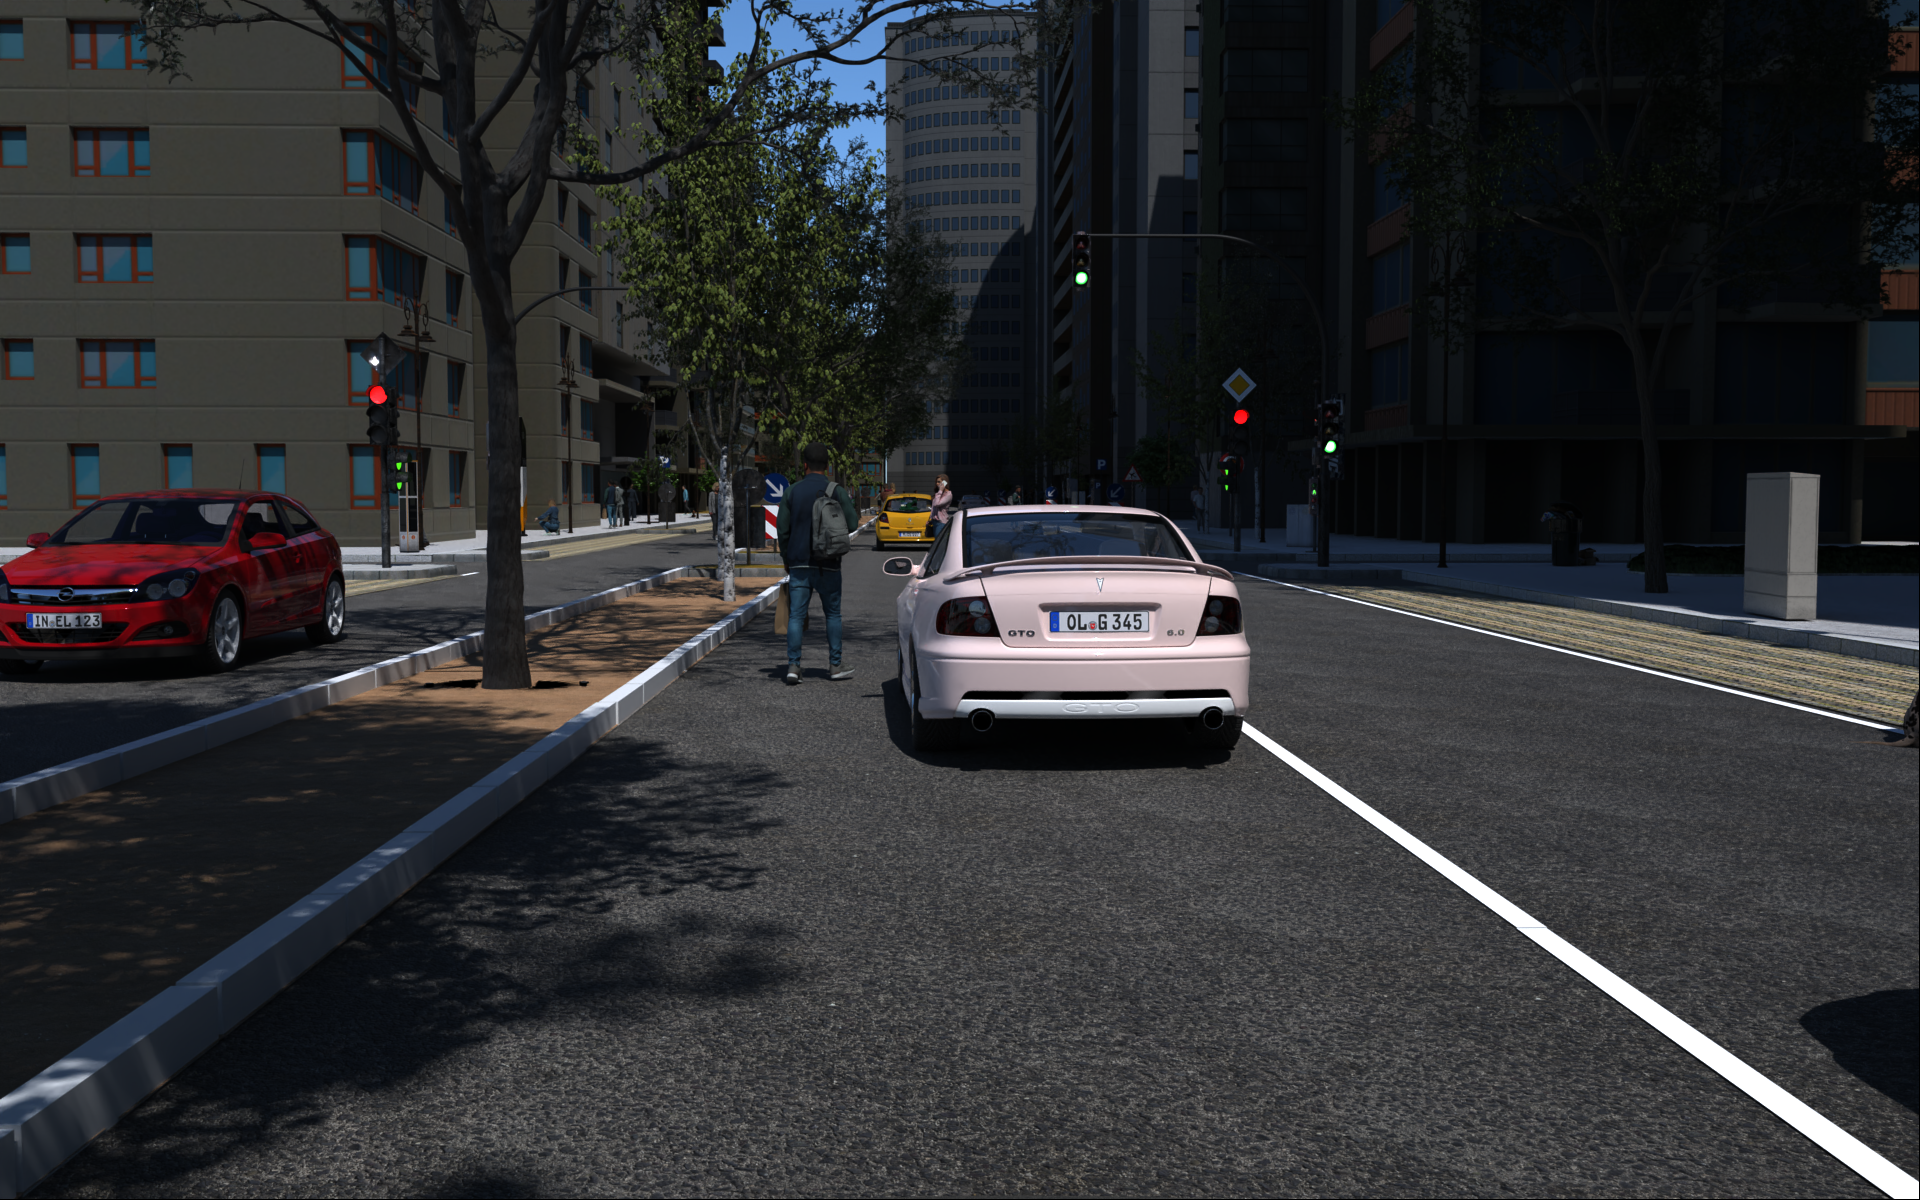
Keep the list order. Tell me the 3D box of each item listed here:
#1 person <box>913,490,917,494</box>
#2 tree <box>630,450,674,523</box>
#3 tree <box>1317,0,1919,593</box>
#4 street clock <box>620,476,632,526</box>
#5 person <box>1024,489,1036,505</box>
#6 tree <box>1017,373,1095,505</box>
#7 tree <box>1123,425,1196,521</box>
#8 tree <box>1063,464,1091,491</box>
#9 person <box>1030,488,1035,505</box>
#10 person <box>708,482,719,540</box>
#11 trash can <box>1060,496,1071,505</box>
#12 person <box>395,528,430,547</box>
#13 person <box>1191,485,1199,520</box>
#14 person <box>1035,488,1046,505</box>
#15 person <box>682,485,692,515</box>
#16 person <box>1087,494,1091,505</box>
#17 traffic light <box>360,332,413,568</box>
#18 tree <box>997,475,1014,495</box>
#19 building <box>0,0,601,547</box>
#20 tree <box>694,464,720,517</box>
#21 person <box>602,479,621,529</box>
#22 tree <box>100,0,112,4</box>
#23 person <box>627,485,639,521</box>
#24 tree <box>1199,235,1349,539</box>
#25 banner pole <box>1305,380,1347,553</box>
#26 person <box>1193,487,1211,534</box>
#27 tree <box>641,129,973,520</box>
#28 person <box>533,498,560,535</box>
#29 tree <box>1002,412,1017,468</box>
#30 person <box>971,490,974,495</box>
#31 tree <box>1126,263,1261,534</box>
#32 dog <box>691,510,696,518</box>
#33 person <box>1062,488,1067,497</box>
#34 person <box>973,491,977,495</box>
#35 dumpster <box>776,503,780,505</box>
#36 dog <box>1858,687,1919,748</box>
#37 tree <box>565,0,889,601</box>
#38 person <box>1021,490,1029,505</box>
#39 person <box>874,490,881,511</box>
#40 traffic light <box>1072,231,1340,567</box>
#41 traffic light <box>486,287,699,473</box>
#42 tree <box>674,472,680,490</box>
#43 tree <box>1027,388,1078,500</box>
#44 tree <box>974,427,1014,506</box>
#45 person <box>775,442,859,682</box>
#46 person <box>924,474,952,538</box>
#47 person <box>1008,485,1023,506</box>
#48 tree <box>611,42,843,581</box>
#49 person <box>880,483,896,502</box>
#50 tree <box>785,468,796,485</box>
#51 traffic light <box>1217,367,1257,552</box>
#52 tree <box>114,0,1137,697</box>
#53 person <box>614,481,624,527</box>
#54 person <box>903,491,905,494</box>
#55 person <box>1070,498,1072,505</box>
[{"bbox_3d":[-3.341,-7.666,134.664,0.721,1.723,1.217,-1,4,-13],"label":"person"},{"bbox_3d":[-13.957,-5.042,77.038,1.663,3.219,1.824,0,3,0],"label":"tree"},{"bbox_3d":[9.110,-5.391,22.551,8.767,10.594,7.601,0,4,5],"label":"tree"},{"bbox_3d":[-13.543,-4.021,70.319,0.471,2.002,0.358,0,4,-2],"label":"street clock"},{"bbox_3d":[6.147,-8.844,151.364,1.217,1.735,0.721,2,4,30],"label":"person"},{"bbox_3d":[6.279,-9.439,104.695,4.737,8.622,4.395,0,3,0],"label":"tree"},{"bbox_3d":[9.416,-6.027,82.253,4.285,4.588,4.351,0,3,0],"label":"tree"},{"bbox_3d":[7.316,-7.047,109.821,1.663,3.219,1.824,0,3,0],"label":"tree"},{"bbox_3d":[5.757,-8.140,139.649,0.721,1.766,1.217,0,4,0],"label":"person"},{"bbox_3d":[-7.482,-2.750,53.644,0.709,1.800,0.728,-2,4,-30],"label":"person"},{"bbox_3d":[6.538,-5.810,106.652,0.748,1.137,0.748,0,3,0],"label":"trash can"},{"bbox_3d":[-13.110,-2.150,41.476,0.678,1.792,0.850,3,4,38],"label":"person"},{"bbox_3d":[11.596,-4.800,85.191,0.731,1.740,0.598,2,4,34],"label":"person"},{"bbox_3d":[7.458,-9.288,157.894,1.348,1.826,0.705,-2,4,-24],"label":"person"},{"bbox_3d":[-16.543,-6.043,104.862,0.620,1.820,0.660,-1,4,-21],"label":"person"},{"bbox_3d":[8.930,-6.624,117.527,0.628,1.438,0.799,1,4,11],"label":"person"},{"bbox_3d":[-9.963,-2.514,30.018,0.839,4.253,0.868,0,4,-2],"label":"traffic light"},{"bbox_3d":[4.486,-10.956,173.739,1.663,3.219,1.824,0,3,0],"label":"tree"},{"bbox_3d":[-28.069,-12.855,55.222,27.650,21.520,28.899,0,4,-2],"label":"building"},{"bbox_3d":[-14.293,-6.384,98.985,1.663,3.219,1.824,0,3,0],"label":"tree"},{"bbox_3d":[-12.948,-3.554,64.129,0.794,1.824,0.713,-1,4,-17],"label":"person"},{"bbox_3d":[-3.153,-5.006,2.425,7.486,12.596,7.792,0,3,0],"label":"tree"},{"bbox_3d":[-15.596,-4.642,82.364,0.576,1.772,0.534,-1,4,-23],"label":"person"},{"bbox_3d":[8.581,-6.042,49.153,4.360,8.622,3.978,0,3,0],"label":"tree"},{"bbox_3d":[8.023,-2.931,37.938,0.863,3.779,0.401,1,4,19],"label":"banner pole"},{"bbox_3d":[7.858,-2.920,56.373,0.523,1.515,0.503,3,4,38],"label":"person"},{"bbox_3d":[-3.868,-6.472,42.695,8.767,10.594,7.601,0,4,-2],"label":"tree"},{"bbox_3d":[-12.809,-2.579,53.706,0.738,1.151,1.012,2,4,23],"label":"person"},{"bbox_3d":[5.651,-12.461,154.104,4.737,8.622,4.395,0,3,0],"label":"tree"},{"bbox_3d":[1.260,-10.011,172.191,1.348,1.823,0.705,3,4,39],"label":"person"},{"bbox_3d":[7.724,-6.418,55.292,4.737,8.622,4.395,0,3,0],"label":"tree"},{"bbox_3d":[-14.694,-4.731,95.086,0.550,0.427,0.748,2,4,32],"label":"dog"},{"bbox_3d":[7.467,-7.017,121.479,0.721,1.736,1.217,2,4,34],"label":"person"},{"bbox_3d":[1.443,-9.445,163.444,1.217,1.766,0.721,1,4,18],"label":"person"},{"bbox_3d":[-12.745,-7.290,127.404,1.865,1.857,1.264,0,4,-2],"label":"dumpster"},{"bbox_3d":[5.510,0.425,9.882,0.800,0.831,0.513,1,4,19],"label":"dog"},{"bbox_3d":[-3.015,-4.264,22.529,4.737,8.622,4.395,0,3,0],"label":"tree"},{"bbox_3d":[6.517,-10.055,171.260,1.217,1.723,0.721,2,4,31],"label":"person"},{"bbox_3d":[-6.704,-8.177,142.989,0.721,1.735,1.217,2,4,31],"label":"person"},{"bbox_3d":[4.303,-3.403,30.304,4.771,5.953,1.251,0,4,-2],"label":"traffic light"},{"bbox_3d":[-8.105,-3.879,38.095,4.771,5.953,1.251,0,4,-2],"label":"traffic light"},{"bbox_3d":[-14.991,-5.659,87.120,1.663,3.219,1.824,0,3,0],"label":"tree"},{"bbox_3d":[6.407,-10.444,121.119,4.360,8.622,3.978,0,3,0],"label":"tree"},{"bbox_3d":[3.872,-14.227,182.968,4.360,8.622,3.978,0,3,0],"label":"tree"},{"bbox_3d":[-1.143,-0.287,13.170,0.794,1.824,0.713,1,4,22],"label":"person"},{"bbox_3d":[-0.245,-1.143,27.780,0.643,1.750,0.593,-1,4,-19],"label":"person"},{"bbox_3d":[2.306,-3.779,70.627,0.721,1.781,0.623,0,3,0],"label":"person"},{"bbox_3d":[-3.912,-4.618,28.331,4.360,8.622,3.978,0,3,0],"label":"tree"},{"bbox_3d":[-2.473,-3.214,61.020,0.580,1.828,0.573,-3,5,-42],"label":"person"},{"bbox_3d":[-17.144,-12.200,183.190,4.285,4.588,4.351,0,3,0],"label":"tree"},{"bbox_3d":[6.160,-3.032,38.487,0.839,4.253,0.868,0,4,-2],"label":"traffic light"},{"bbox_3d":[-3.310,-6.079,12.225,12.009,13.543,11.850,0,3,0],"label":"tree"},{"bbox_3d":[-13.486,-3.779,68.015,0.466,1.800,0.511,3,4,37],"label":"person"},{"bbox_3d":[-5.775,-10.197,175.944,0.721,1.735,1.217,3,4,37],"label":"person"},{"bbox_3d":[6.701,-5.921,103.034,0.466,1.800,0.511,-3,4,-37],"label":"person"}]
